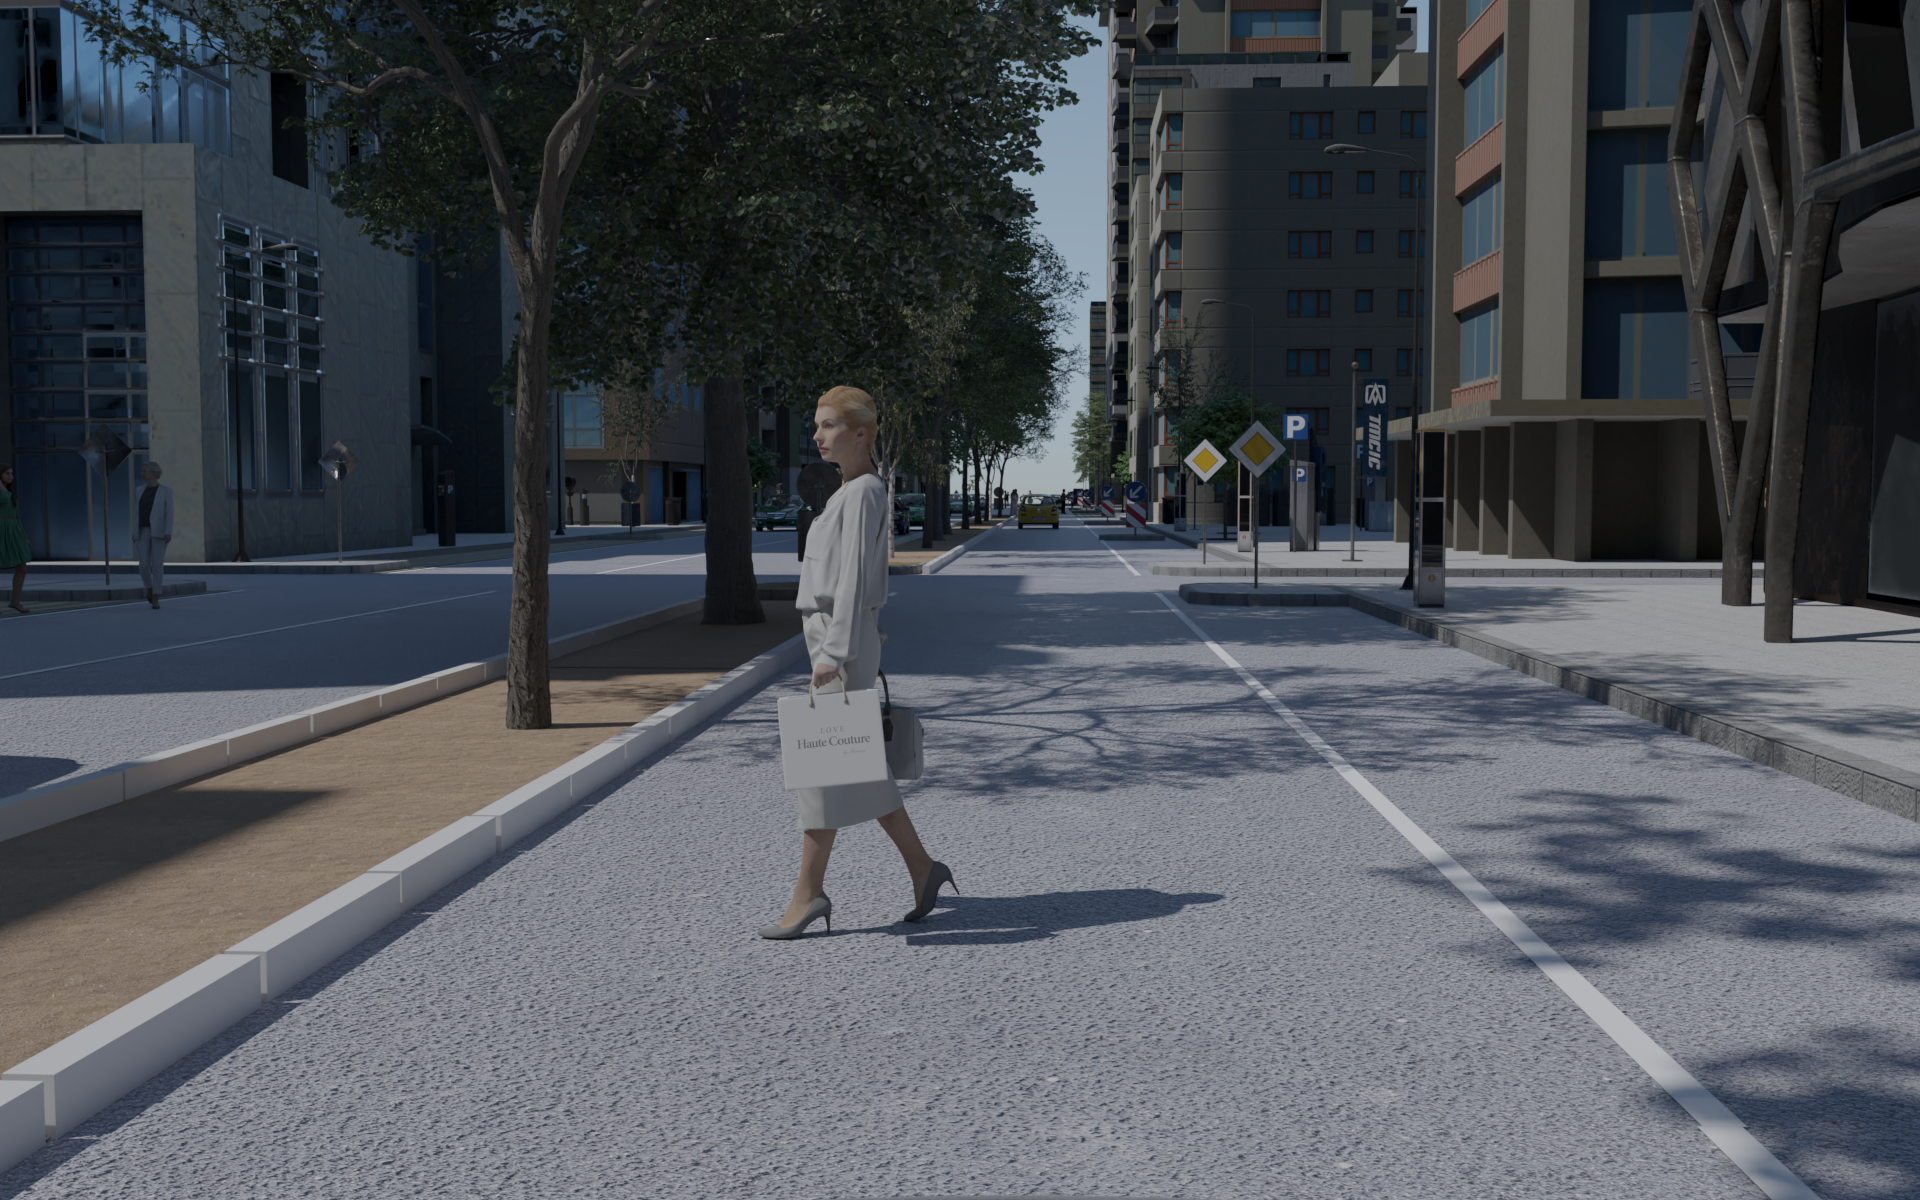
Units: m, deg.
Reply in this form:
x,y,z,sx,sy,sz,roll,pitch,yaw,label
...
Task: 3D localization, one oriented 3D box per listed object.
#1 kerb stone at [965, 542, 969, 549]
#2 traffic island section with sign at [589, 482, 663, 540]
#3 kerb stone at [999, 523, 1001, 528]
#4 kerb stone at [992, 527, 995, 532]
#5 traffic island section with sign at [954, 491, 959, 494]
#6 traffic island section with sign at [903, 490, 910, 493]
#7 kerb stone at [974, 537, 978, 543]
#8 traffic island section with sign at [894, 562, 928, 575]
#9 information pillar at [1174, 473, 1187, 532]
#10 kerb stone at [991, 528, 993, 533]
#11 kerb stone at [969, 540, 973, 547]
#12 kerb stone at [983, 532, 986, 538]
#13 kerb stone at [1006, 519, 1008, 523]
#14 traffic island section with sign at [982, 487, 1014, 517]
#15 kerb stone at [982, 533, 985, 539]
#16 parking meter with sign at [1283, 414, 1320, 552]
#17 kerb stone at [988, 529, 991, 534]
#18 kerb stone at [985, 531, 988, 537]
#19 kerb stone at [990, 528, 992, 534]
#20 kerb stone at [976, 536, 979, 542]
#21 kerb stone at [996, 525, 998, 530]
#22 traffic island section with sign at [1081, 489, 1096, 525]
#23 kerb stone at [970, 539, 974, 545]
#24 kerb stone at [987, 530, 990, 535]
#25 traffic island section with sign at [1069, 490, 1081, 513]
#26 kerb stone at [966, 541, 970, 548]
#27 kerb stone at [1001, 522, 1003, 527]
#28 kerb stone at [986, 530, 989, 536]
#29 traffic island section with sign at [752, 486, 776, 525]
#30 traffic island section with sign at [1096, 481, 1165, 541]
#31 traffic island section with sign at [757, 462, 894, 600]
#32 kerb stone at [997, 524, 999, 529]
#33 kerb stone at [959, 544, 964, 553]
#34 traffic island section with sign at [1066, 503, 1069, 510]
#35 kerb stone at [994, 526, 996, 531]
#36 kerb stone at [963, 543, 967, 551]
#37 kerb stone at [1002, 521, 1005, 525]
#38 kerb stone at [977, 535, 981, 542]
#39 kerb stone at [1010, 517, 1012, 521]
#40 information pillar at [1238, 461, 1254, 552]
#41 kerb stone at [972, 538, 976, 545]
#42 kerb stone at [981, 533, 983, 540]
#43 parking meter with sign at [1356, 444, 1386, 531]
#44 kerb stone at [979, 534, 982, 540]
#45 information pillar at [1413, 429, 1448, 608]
x,y,z,sx,sy,sz,roll,pitch,yaw,label
0.068,-1.318,43.749,0.120,0.150,1.000,0,4,3,kerb stone
-10.424,-2.801,54.426,1.989,1.847,2.006,0,4,3,traffic island section with sign
1.491,-2.946,70.376,0.120,0.150,1.000,0,4,3,kerb stone
1.105,-2.507,63.213,0.120,0.150,1.000,0,4,3,kerb stone
-0.435,-14.251,241.638,1.989,1.847,2.006,0,4,3,traffic island section with sign
-4.875,-9.165,158.480,1.989,1.847,2.006,0,4,3,traffic island section with sign
0.341,-1.632,48.878,0.120,0.150,1.000,0,4,3,kerb stone
-1.639,-1.429,31.499,2.006,1.907,1.989,0,4,3,traffic island section with sign
7.538,-3.347,59.212,0.304,2.012,0.304,-2,4,-32,information pillar
0.996,-2.382,61.170,0.120,0.150,1.000,0,4,3,kerb stone
0.181,-1.443,45.794,0.120,0.150,1.000,0,4,3,kerb stone
0.673,-2.008,55.023,0.120,0.150,1.000,0,4,3,kerb stone
2.027,-3.574,80.626,0.120,0.150,1.000,0,4,3,kerb stone
2.356,-6.018,106.532,2.006,1.907,1.989,0,4,3,traffic island section with sign
0.617,-1.945,53.997,0.120,0.150,1.000,0,4,3,kerb stone
7.689,-2.599,38.759,0.543,3.016,1.738,2,4,23,parking meter with sign
0.898,-2.257,59.116,0.120,0.150,1.000,0,4,3,kerb stone
0.730,-2.069,56.043,0.120,0.150,1.000,0,4,3,kerb stone
0.948,-2.317,60.150,0.120,0.150,1.000,0,4,3,kerb stone
0.399,-1.695,49.910,0.120,0.150,1.000,0,4,3,kerb stone
1.269,-2.696,66.281,0.120,0.150,1.000,0,4,3,kerb stone
6.790,-4.431,81.079,1.989,1.847,2.006,0,4,3,traffic island section with sign
0.231,-1.506,46.816,0.120,0.150,1.000,0,4,3,kerb stone
0.836,-2.195,58.089,0.120,0.150,1.000,0,4,3,kerb stone
9.426,-7.457,130.542,1.989,1.847,2.006,0,4,3,traffic island section with sign
0.119,-1.381,44.770,0.120,0.150,1.000,0,4,3,kerb stone
1.646,-3.134,73.452,0.120,0.150,1.000,0,4,3,kerb stone
0.784,-2.125,57.064,0.120,0.150,1.000,0,4,3,kerb stone
-8.983,-4.458,81.516,1.989,1.847,2.006,0,4,3,traffic island section with sign
5.341,-2.777,54.038,1.989,1.847,2.006,0,4,3,traffic island section with sign
-2.043,-0.977,24.103,2.006,1.907,1.989,0,4,3,traffic island section with sign
1.381,-2.822,68.331,0.120,0.150,1.000,0,4,3,kerb stone
-0.039,-1.193,41.708,0.120,0.150,1.000,0,4,3,kerb stone
10.865,-9.103,157.459,1.989,1.847,2.006,0,4,3,traffic island section with sign
1.156,-2.571,64.237,0.120,0.150,1.000,0,4,3,kerb stone
0.021,-1.256,42.728,0.120,0.150,1.000,0,4,3,kerb stone
1.763,-3.260,75.503,0.120,0.150,1.000,0,4,3,kerb stone
0.450,-1.758,50.931,0.120,0.150,1.000,0,4,3,kerb stone
2.415,-4.011,87.781,0.120,0.150,1.000,0,4,3,kerb stone
6.297,-2.059,38.157,0.304,2.012,0.304,1,4,19,information pillar
0.295,-1.569,47.848,0.120,0.150,1.000,0,4,3,kerb stone
0.561,-1.877,52.977,0.120,0.150,1.000,0,4,3,kerb stone
14.497,-3.918,60.323,1.738,3.016,0.543,-3,5,-39,parking meter with sign
0.510,-1.820,51.951,0.120,0.150,1.000,0,4,3,kerb stone
5.329,-0.926,19.626,0.304,2.012,0.304,0,4,4,information pillar
